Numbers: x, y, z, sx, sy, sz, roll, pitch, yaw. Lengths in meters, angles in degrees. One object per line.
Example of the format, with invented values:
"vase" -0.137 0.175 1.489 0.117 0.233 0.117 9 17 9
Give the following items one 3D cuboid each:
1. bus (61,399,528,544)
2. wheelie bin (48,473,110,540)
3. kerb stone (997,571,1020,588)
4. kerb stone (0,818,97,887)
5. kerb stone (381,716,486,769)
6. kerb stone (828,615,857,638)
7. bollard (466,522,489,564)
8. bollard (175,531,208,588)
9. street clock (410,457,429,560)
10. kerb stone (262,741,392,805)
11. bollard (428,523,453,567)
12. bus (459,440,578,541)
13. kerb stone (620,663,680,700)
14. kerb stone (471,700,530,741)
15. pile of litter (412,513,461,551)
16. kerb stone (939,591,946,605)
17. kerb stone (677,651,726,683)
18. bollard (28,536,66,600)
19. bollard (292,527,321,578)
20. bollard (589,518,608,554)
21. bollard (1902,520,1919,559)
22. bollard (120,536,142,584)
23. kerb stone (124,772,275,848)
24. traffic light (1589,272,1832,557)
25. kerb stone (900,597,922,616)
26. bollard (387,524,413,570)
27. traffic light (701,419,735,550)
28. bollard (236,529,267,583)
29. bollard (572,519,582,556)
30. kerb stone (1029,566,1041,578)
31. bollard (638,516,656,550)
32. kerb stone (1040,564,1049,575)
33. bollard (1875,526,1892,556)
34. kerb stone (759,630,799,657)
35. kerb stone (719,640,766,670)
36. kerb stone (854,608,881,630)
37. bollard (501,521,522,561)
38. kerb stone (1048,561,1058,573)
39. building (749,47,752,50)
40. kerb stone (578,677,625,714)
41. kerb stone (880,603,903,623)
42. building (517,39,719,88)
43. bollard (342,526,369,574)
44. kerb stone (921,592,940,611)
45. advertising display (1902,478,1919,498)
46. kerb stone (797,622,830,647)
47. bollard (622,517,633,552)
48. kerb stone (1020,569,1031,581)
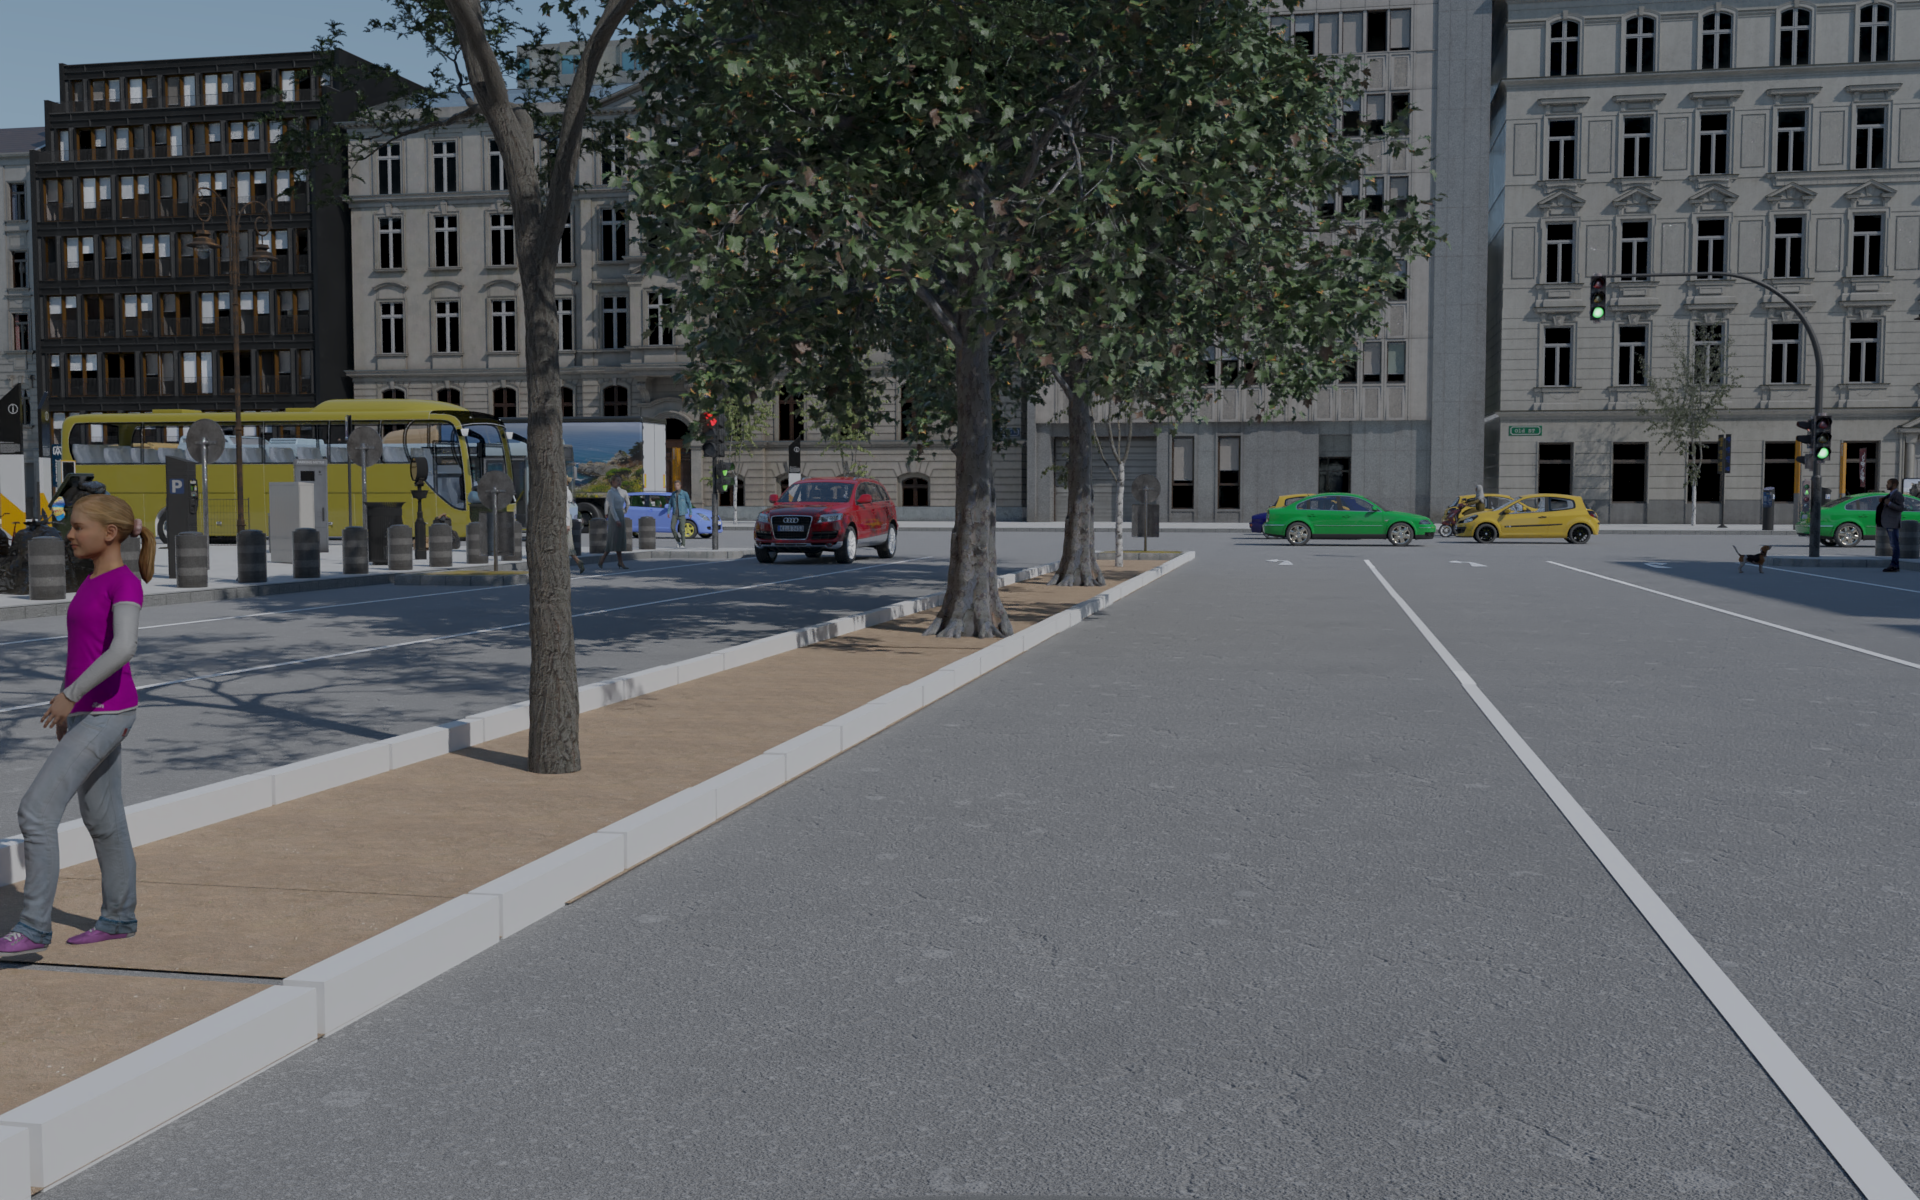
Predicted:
"bus" -17.603 -3.326 45.922 12.252 3.916 2.896 1 4 11
"wheelie bin" -13.276 -1.120 26.227 0.693 1.594 0.980 0 4 6
"kerb stone" 0.779 -0.327 27.569 0.120 0.150 1.000 1 4 11
"kerb stone" -3.505 0.965 6.414 0.120 0.150 1.000 1 4 11
"kerb stone" -2.890 0.787 9.443 0.120 0.150 1.000 1 4 11
"kerb stone" -1.255 0.287 17.508 0.120 0.150 1.000 1 4 11
"bollard" -8.906 -1.054 31.955 0.404 0.777 0.398 0 3 0
"bollard" -10.560 -0.556 23.800 0.404 0.777 0.398 0 3 0
"street clock" -10.562 -1.792 33.864 0.358 2.002 0.471 -2 4 -34
"kerb stone" -3.094 0.845 8.429 0.120 0.150 1.000 1 4 11
"bollard" -9.178 -0.971 30.597 0.404 0.777 0.398 0 3 0
"bus" -17.766 -3.619 54.034 13.247 3.499 2.948 1 4 12
"kerb stone" -2.273 0.596 12.469 0.120 0.150 1.000 1 4 11
"kerb stone" -2.689 0.719 10.450 0.120 0.150 1.000 1 4 11
"pile of litter" -12.172 -1.585 39.885 1.176 0.858 1.719 1 4 22
"kerb stone" -0.231 -0.021 22.535 0.120 0.150 1.000 1 4 11
"kerb stone" -2.067 0.541 13.483 0.120 0.150 1.000 1 4 11
"bollard" -11.112 -0.389 21.075 0.404 0.777 0.398 0 3 0
"bollard" -10.010 -0.722 26.515 0.404 0.777 0.398 0 3 0
"bollard" -7.805 -1.386 37.385 0.404 0.777 0.398 0 3 0
"bollard" 18.873 -1.207 34.443 0.404 0.777 0.398 0 3 0
"bollard" -10.833 -0.472 22.442 0.404 0.777 0.398 0 3 0
"kerb stone" -3.297 0.904 7.421 0.120 0.150 1.000 1 4 11
"traffic light" 15.305 -3.718 35.452 4.771 5.953 1.251 1 4 11
"kerb stone" -0.644 0.102 20.525 0.120 0.150 1.000 1 4 11
"bollard" -9.452 -0.888 29.239 0.404 0.777 0.398 0 3 0
"traffic light" -5.625 -3.112 39.807 0.839 4.253 0.868 1 4 11
"bollard" -10.285 -0.639 25.157 0.404 0.777 0.398 0 3 0
"bollard" -8.081 -1.303 36.028 0.404 0.777 0.398 0 3 0
"kerb stone" 1.196 -0.452 29.583 0.120 0.150 1.000 1 4 11
"bollard" -7.249 -1.554 40.125 0.404 0.777 0.398 0 3 0
"kerb stone" 1.393 -0.512 30.589 0.120 0.150 1.000 1 4 11
"bollard" 19.149 -1.290 35.801 0.404 0.777 0.398 0 3 0
"kerb stone" -1.663 0.410 15.495 0.120 0.150 1.000 1 4 11
"kerb stone" -1.859 0.471 14.487 0.120 0.150 1.000 1 4 11
"kerb stone" -1.049 0.225 18.514 0.120 0.150 1.000 1 4 11
"bollard" -8.629 -1.137 33.312 0.404 0.777 0.398 0 3 0
"kerb stone" 1.601 -0.575 31.594 0.120 0.150 1.000 1 4 11
"building" -8.357 -31.944 145.986 21.300 48.544 21.600 1 4 11
"kerb stone" -2.481 0.657 11.454 0.120 0.150 1.000 1 4 11
"kerb stone" -0.846 0.165 19.519 0.120 0.150 1.000 1 4 11
"building" -30.067 -34.461 183.052 30.456 49.044 23.786 1 4 11
"bollard" -9.733 -0.805 27.878 0.404 0.777 0.398 0 3 0
"kerb stone" -0.439 0.041 21.531 0.120 0.150 1.000 1 4 11
"advertising display" 38.011 -3.897 68.936 0.974 1.923 0.123 1 4 10
"kerb stone" -1.461 0.349 16.501 0.120 0.150 1.000 1 4 11
"bollard" -7.527 -1.469 38.742 0.404 0.777 0.398 0 3 0
"kerb stone" 0.984 -0.390 28.574 0.120 0.150 1.000 1 4 11
